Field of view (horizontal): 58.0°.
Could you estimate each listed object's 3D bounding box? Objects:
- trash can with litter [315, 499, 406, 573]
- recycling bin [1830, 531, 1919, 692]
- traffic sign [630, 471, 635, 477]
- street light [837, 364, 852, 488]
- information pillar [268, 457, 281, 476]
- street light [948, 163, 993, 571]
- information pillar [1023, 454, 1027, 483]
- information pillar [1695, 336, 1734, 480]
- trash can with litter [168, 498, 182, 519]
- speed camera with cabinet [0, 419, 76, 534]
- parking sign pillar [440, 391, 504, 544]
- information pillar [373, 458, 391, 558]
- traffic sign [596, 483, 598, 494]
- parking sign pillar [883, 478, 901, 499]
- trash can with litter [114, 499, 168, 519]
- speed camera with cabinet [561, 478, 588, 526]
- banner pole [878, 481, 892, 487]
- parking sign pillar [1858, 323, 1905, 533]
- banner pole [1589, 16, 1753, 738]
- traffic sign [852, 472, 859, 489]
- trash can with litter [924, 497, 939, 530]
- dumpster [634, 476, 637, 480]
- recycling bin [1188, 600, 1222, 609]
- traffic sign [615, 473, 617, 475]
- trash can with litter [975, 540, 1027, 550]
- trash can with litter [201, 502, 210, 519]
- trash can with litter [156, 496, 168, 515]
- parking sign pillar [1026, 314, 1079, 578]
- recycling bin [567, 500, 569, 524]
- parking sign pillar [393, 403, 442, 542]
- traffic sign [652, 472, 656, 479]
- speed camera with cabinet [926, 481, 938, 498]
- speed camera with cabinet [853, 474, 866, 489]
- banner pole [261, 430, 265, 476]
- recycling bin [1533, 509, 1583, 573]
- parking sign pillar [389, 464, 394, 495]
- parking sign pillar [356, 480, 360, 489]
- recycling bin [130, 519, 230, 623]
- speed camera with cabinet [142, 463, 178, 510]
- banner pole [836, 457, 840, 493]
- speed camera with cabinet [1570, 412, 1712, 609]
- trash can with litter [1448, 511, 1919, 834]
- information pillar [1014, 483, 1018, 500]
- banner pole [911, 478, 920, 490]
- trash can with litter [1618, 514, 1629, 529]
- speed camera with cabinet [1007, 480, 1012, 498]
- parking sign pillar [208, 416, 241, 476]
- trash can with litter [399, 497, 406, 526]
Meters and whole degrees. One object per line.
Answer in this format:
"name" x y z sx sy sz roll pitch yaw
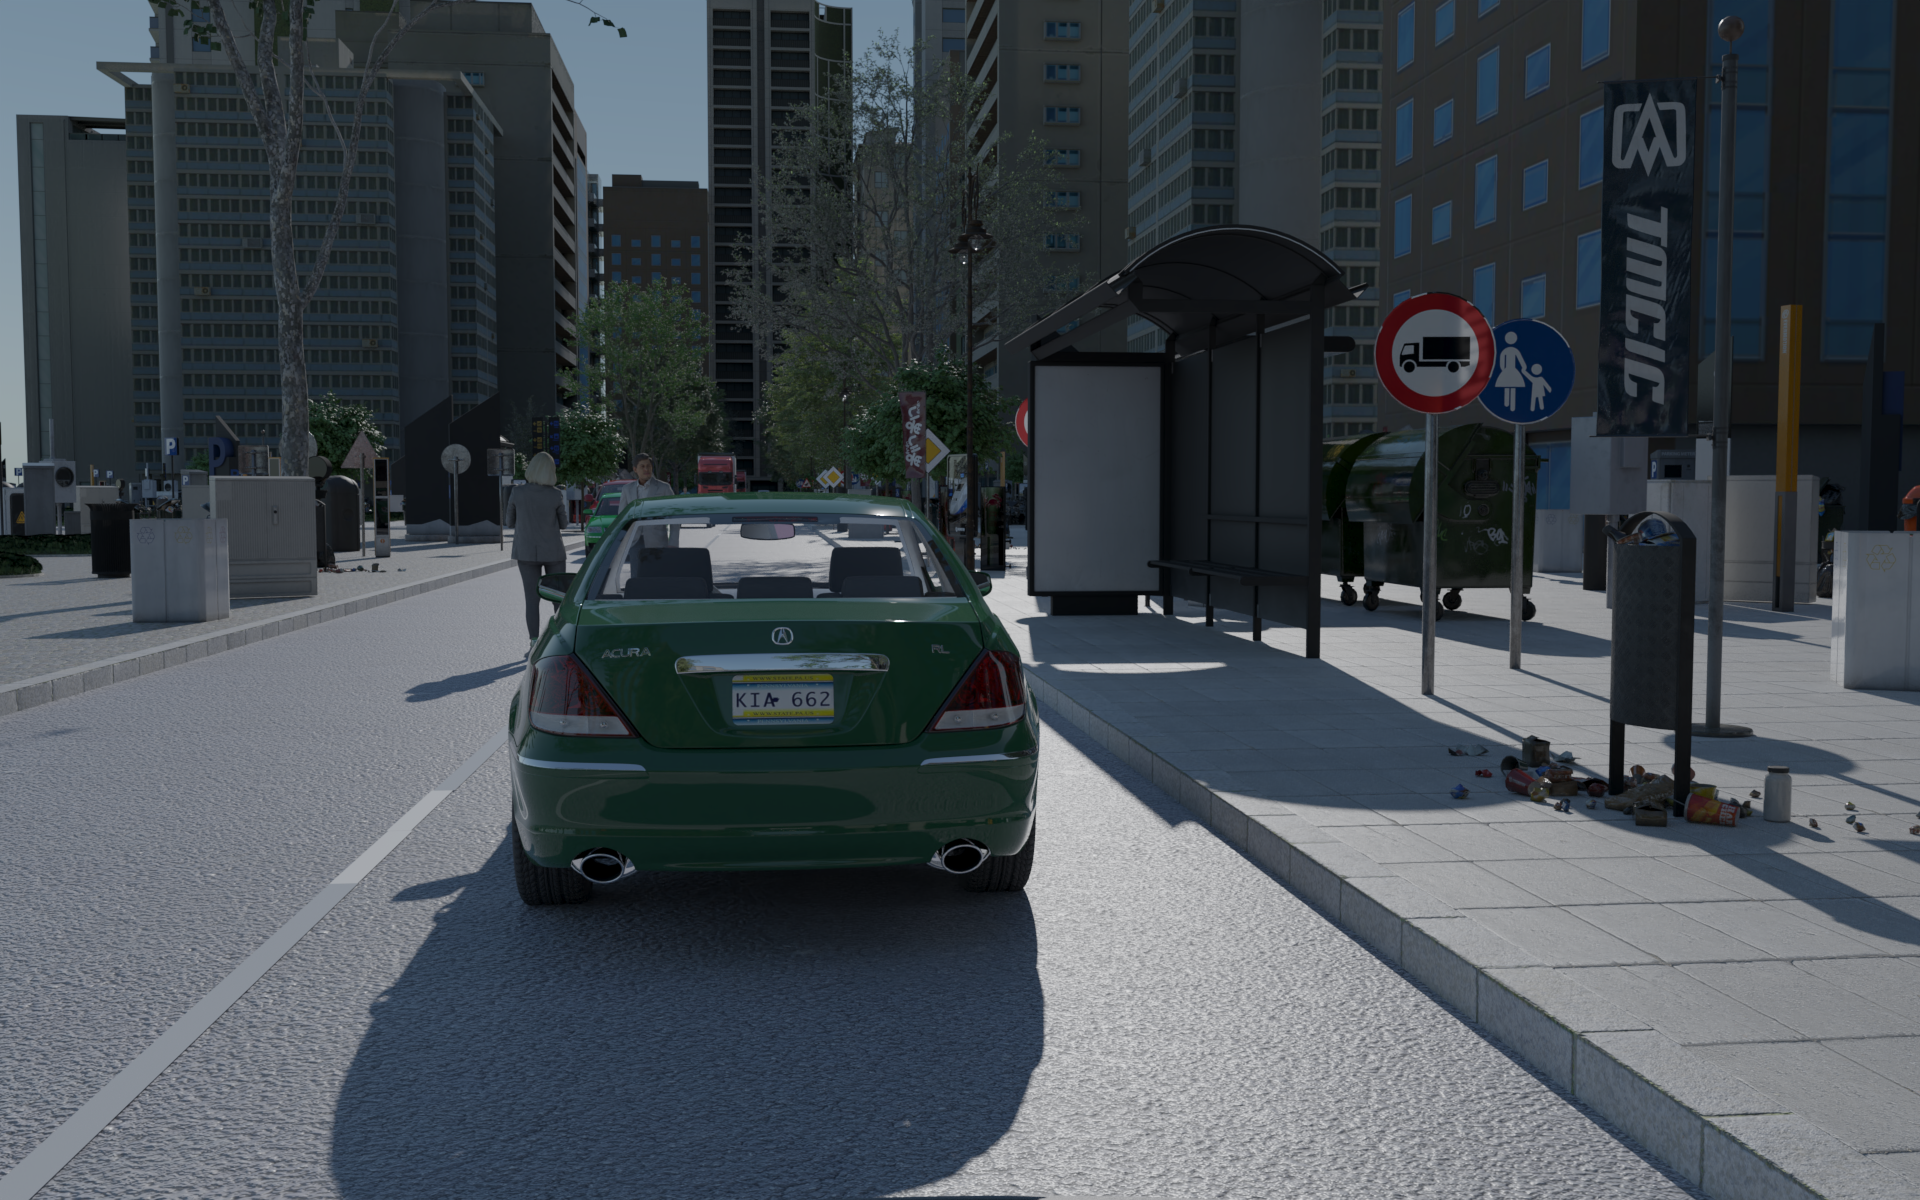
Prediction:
"trash can with litter" -10.267 -1.057 28.334 2.233 1.210 1.678 0 4 -7
"recycling bin" 6.275 0.060 11.575 0.722 1.027 0.722 1 4 19
"traffic sign" -17.852 -5.813 95.147 0.768 2.556 0.104 0 4 -3
"street light" -4.112 -5.442 61.768 0.468 5.910 1.993 0 4 -6
"information pillar" -13.612 -1.848 34.708 0.304 2.012 0.304 1 4 21
"street light" 0.140 -3.170 24.611 0.468 5.910 1.993 0 4 -6
"information pillar" 3.904 -6.712 101.090 0.504 3.616 0.183 3 4 39
"information pillar" 11.246 -2.108 25.824 0.504 3.616 0.183 2 4 34
"trash can with litter" -21.340 -2.131 46.227 1.055 1.170 0.624 1 4 11
"speed camera with cabinet" -24.021 -3.094 44.924 0.660 3.252 2.038 2 4 26
"parking sign pillar" -12.715 -3.481 45.379 1.447 3.967 1.447 -1 4 -21
"information pillar" -11.701 -1.869 35.045 0.304 2.012 0.304 -1 4 -20
"traffic sign" -15.633 -4.562 74.698 0.768 2.556 0.104 0 4 -4
"parking sign pillar" -2.944 -5.375 76.360 1.447 3.967 1.447 2 4 23
"trash can with litter" -19.299 -1.785 40.564 0.624 1.170 1.055 3 5 40
"speed camera with cabinet" -15.879 -4.586 69.315 0.660 3.252 2.038 3 4 39
"banner pole" -3.215 -5.007 71.889 0.863 3.779 0.401 1 4 20
"parking sign pillar" 14.840 -2.414 27.941 1.447 3.967 1.447 1 4 21
"banner pole" 3.815 -1.175 9.234 0.863 3.779 0.401 1 4 12
"traffic sign" -6.090 -6.008 98.338 0.768 2.556 0.104 0 4 -3
"trash can with litter" -1.106 -3.038 61.057 0.624 1.170 1.055 -1 4 -21
"dumpster" -17.504 -5.577 93.674 1.502 2.255 1.985 0 4 -7
"recycling bin" 3.084 -0.440 19.754 0.722 1.027 0.722 -2 4 -27
"traffic sign" -20.467 -6.304 103.079 0.884 2.594 0.081 0 4 3
"trash can with litter" 0.836 -1.831 40.990 1.678 1.210 2.233 0 4 -4
"trash can with litter" -10.077 -0.786 24.239 1.055 1.170 0.624 0 4 -1
"trash can with litter" -32.192 -3.634 70.479 2.233 1.210 1.678 1 4 13
"parking sign pillar" 1.728 -2.312 26.269 1.447 3.967 1.447 -2 4 -32
"recycling bin" -17.010 -3.706 73.154 0.722 1.027 0.722 2 4 24
"parking sign pillar" -14.443 -3.597 47.291 1.447 3.967 1.447 0 4 -1
"traffic sign" -16.247 -5.565 90.991 0.884 2.594 0.081 0 4 -5
"speed camera with cabinet" -0.982 -6.717 104.155 2.038 3.252 0.660 0 4 4
"speed camera with cabinet" -5.511 -6.905 107.232 2.038 3.252 0.660 0 4 4
"banner pole" -27.353 -4.775 68.095 0.401 3.779 0.863 -1 4 -19
"recycling bin" 9.796 -0.979 28.563 0.722 1.027 0.722 0 4 -1
"parking sign pillar" -34.960 -7.329 108.300 1.447 3.967 1.447 -2 4 -34
"parking sign pillar" -45.284 -8.567 128.547 1.447 3.967 1.447 0 4 2
"recycling bin" -7.919 -0.309 17.602 0.722 1.027 0.722 0 4 -2
"speed camera with cabinet" -50.940 -7.091 110.277 2.038 3.252 0.660 0 4 2
"banner pole" -7.197 -6.863 102.230 0.401 3.779 0.863 1 4 14
"speed camera with cabinet" 7.906 -1.567 19.950 2.038 3.252 0.660 -2 4 -33
"trash can with litter" 2.879 0.218 7.496 1.678 1.210 2.233 -1 4 -8
"information pillar" 3.702 -6.583 112.120 0.304 2.012 0.304 -1 4 -12
"banner pole" -3.111 -7.902 119.213 0.863 3.779 0.401 -2 4 -28
"trash can with litter" 11.036 -1.072 28.910 1.055 1.170 0.624 -3 5 -43
"speed camera with cabinet" 2.403 -7.217 112.336 2.038 3.252 0.660 -2 4 -34
"parking sign pillar" -25.119 -4.325 59.187 1.447 3.967 1.447 3 4 38
"trash can with litter" -22.127 -3.592 70.121 0.624 1.170 1.055 2 4 28
